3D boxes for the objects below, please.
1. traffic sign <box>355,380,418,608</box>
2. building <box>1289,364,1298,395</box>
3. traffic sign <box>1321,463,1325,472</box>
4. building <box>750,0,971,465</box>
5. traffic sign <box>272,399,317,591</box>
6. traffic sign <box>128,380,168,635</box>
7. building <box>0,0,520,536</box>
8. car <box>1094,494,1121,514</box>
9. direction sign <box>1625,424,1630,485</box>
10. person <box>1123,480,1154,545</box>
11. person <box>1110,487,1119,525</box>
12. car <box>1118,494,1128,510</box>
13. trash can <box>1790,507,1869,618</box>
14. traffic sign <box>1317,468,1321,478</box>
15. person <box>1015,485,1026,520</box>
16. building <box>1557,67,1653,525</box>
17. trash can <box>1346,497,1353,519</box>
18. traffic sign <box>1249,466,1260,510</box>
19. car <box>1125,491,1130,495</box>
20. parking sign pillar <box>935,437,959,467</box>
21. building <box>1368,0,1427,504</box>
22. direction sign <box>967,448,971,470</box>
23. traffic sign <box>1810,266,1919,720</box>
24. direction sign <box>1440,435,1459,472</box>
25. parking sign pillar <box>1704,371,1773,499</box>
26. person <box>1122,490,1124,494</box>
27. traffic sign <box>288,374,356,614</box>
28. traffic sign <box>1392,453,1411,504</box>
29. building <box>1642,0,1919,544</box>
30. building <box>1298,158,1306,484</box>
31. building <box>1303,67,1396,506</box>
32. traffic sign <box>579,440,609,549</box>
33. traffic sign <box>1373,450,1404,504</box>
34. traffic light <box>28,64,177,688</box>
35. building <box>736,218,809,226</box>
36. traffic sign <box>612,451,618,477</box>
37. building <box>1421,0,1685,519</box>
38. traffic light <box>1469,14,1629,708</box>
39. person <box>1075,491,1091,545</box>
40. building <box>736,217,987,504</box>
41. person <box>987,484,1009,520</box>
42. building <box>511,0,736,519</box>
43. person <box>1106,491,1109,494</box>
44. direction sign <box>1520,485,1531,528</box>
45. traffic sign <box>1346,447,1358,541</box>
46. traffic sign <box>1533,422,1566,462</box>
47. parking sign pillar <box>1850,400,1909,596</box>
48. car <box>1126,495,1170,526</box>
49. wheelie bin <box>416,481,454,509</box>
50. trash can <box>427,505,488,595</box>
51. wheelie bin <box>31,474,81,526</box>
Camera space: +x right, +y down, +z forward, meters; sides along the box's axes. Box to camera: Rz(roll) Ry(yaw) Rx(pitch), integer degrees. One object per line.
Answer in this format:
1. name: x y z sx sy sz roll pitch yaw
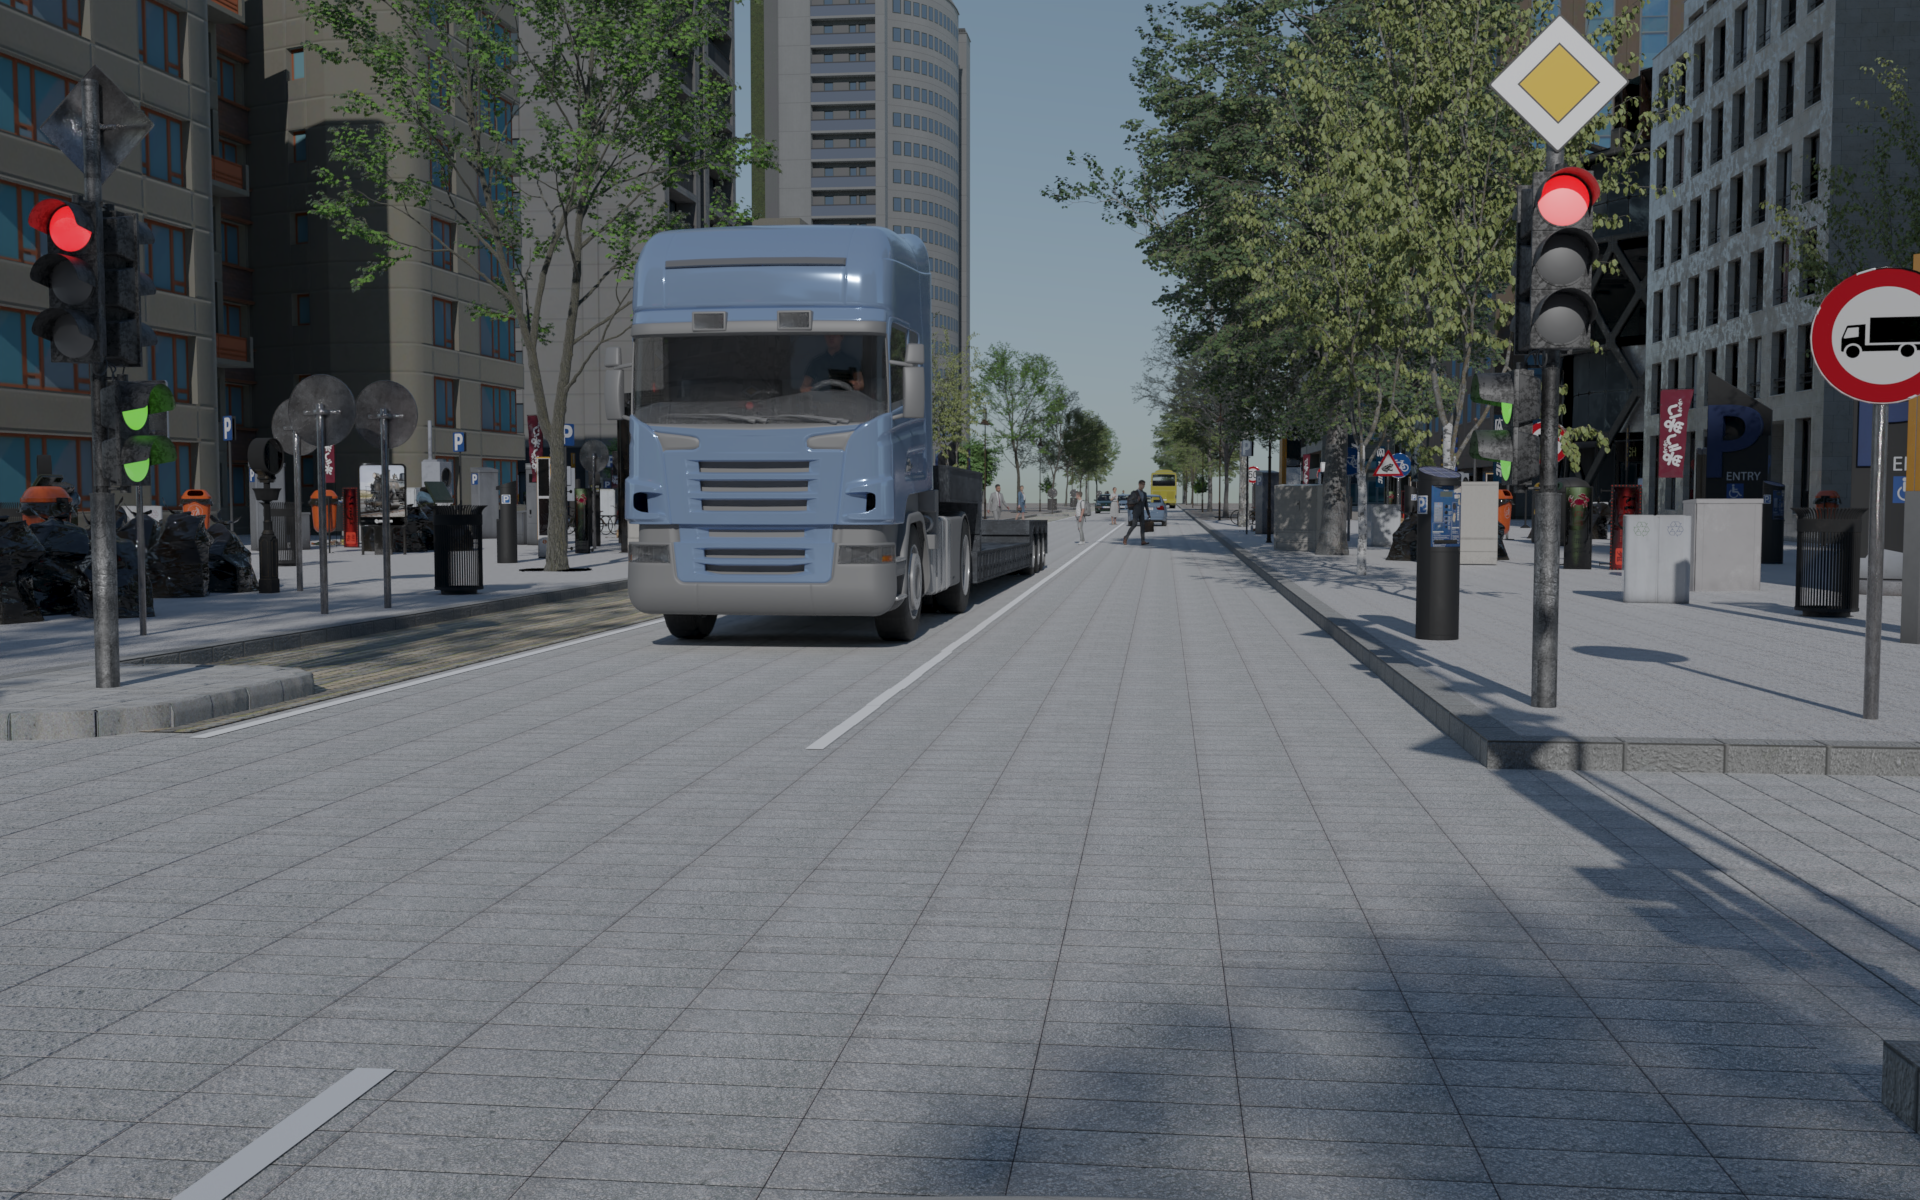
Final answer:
1. traffic sign: -6.437 -1.180 19.406 0.768 2.556 0.104 1 4 9
2. building: 51.375 -28.249 233.570 14.160 30.474 14.107 0 4 7
3. traffic sign: 11.911 -3.281 55.775 0.606 2.300 0.079 1 4 9
4. building: -10.818 -40.188 199.073 21.231 58.520 28.212 0 4 7
5. traffic sign: -8.718 -1.388 22.801 0.768 2.556 0.104 1 4 12
6. traffic sign: -7.408 -0.827 15.649 0.606 2.300 0.079 1 4 16
7. building: -30.963 -12.459 48.750 27.650 21.520 28.899 0 4 7
8. car: 10.912 -7.229 127.980 2.009 1.686 4.222 0 4 8
9. direction sign: 21.817 -3.955 56.664 0.379 3.537 0.876 2 4 25
10. person: 4.994 -2.446 48.461 0.622 1.834 0.822 -3 5 -42
11. person: 7.242 -4.383 80.726 0.480 1.755 0.524 -3 4 -37
12. car: 12.713 -7.554 135.517 2.014 1.417 4.499 0 4 7
13. trash can: 9.099 -0.398 18.157 0.748 1.137 0.748 0 3 0
14. traffic sign: 16.889 -4.893 80.110 0.768 2.556 0.104 1 4 15
15. person: 2.725 -4.230 77.678 0.581 1.822 0.654 -3 5 -43
16. building: 33.912 -12.623 73.837 16.820 18.784 16.811 0 4 7
17. trash can: 18.802 -4.450 84.409 0.748 1.137 0.748 0 3 0
18. traffic sign: 13.379 -4.834 79.145 0.768 2.556 0.104 1 4 15
19. car: 15.207 -9.166 159.650 2.009 1.686 4.222 0 4 7
20. parking sign pillar: -0.641 -5.661 81.033 1.447 3.967 1.447 3 5 43
21. building: 43.204 -28.984 128.521 22.147 44.769 28.867 0 4 7
22. direction sign: 0.429 -5.758 86.139 0.379 3.537 0.876 -1 4 -10
23. traffic sign: 5.196 -0.593 9.804 0.768 2.556 0.104 1 4 16
24. direction sign: 18.721 -4.545 66.316 0.379 3.537 0.876 -2 4 -30
25. parking sign pillar: 16.904 -3.008 37.659 1.447 3.967 1.447 2 4 34
26. person: 16.493 -10.163 174.657 0.705 1.826 1.348 2 4 34
27. traffic sign: -6.797 -1.122 18.449 0.768 2.556 0.104 0 4 7
28. traffic sign: 13.669 -3.297 54.020 0.768 2.556 0.104 1 4 10
29. building: 28.360 -12.058 51.897 10.420 20.320 16.860 0 4 7
30. building: 53.528 -36.109 214.077 21.300 48.544 21.600 0 4 7
31. building: 50.417 -34.803 192.733 21.300 48.544 21.600 0 4 7
32. traffic sign: -8.566 -2.471 40.512 0.768 2.556 0.104 1 4 16
33. traffic sign: 12.605 -3.121 51.026 0.884 2.594 0.081 1 4 15
34. traffic light: -5.647 -1.374 11.389 0.839 4.253 0.868 0 4 7
35. building: -22.050 -17.092 124.489 27.650 21.520 28.899 0 4 7
36. traffic sign: -7.996 -2.396 41.298 0.606 2.300 0.079 1 4 9
37. building: 36.909 -27.966 107.351 14.600 45.320 14.200 0 4 7
38. traffic light: 3.504 -1.310 10.335 0.839 4.253 0.868 0 4 7
39. person: 3.443 -2.335 49.268 0.523 1.515 0.503 -3 5 -41
40. building: -13.245 -32.677 226.148 32.217 40.220 23.993 0 4 7
41. person: 1.331 -3.270 62.231 0.678 1.792 0.850 -2 4 -32
42. building: -21.745 -40.349 97.960 20.563 71.187 20.611 0 4 7
43. person: 16.824 -11.524 196.931 1.348 1.822 0.705 2 4 28
44. direction sign: 21.311 -4.476 65.182 0.379 3.537 0.876 -2 4 -34
45. traffic sign: 10.566 -2.870 47.027 0.768 2.556 0.104 1 4 15
46. traffic sign: 10.206 -1.841 30.203 0.768 2.556 0.104 1 4 14
47. parking sign pillar: 12.176 -2.062 22.190 1.447 3.967 1.447 2 4 32
48. car: 8.481 -4.050 78.214 2.014 1.417 4.499 0 4 7
49. wheelie bin: -13.032 -2.139 42.889 0.693 1.594 0.980 2 4 29
50. trash can: -6.431 -0.645 22.204 0.748 1.137 0.748 0 3 0
51. wheelie bin: -14.686 -1.232 28.047 0.693 1.594 0.980 0 4 4
